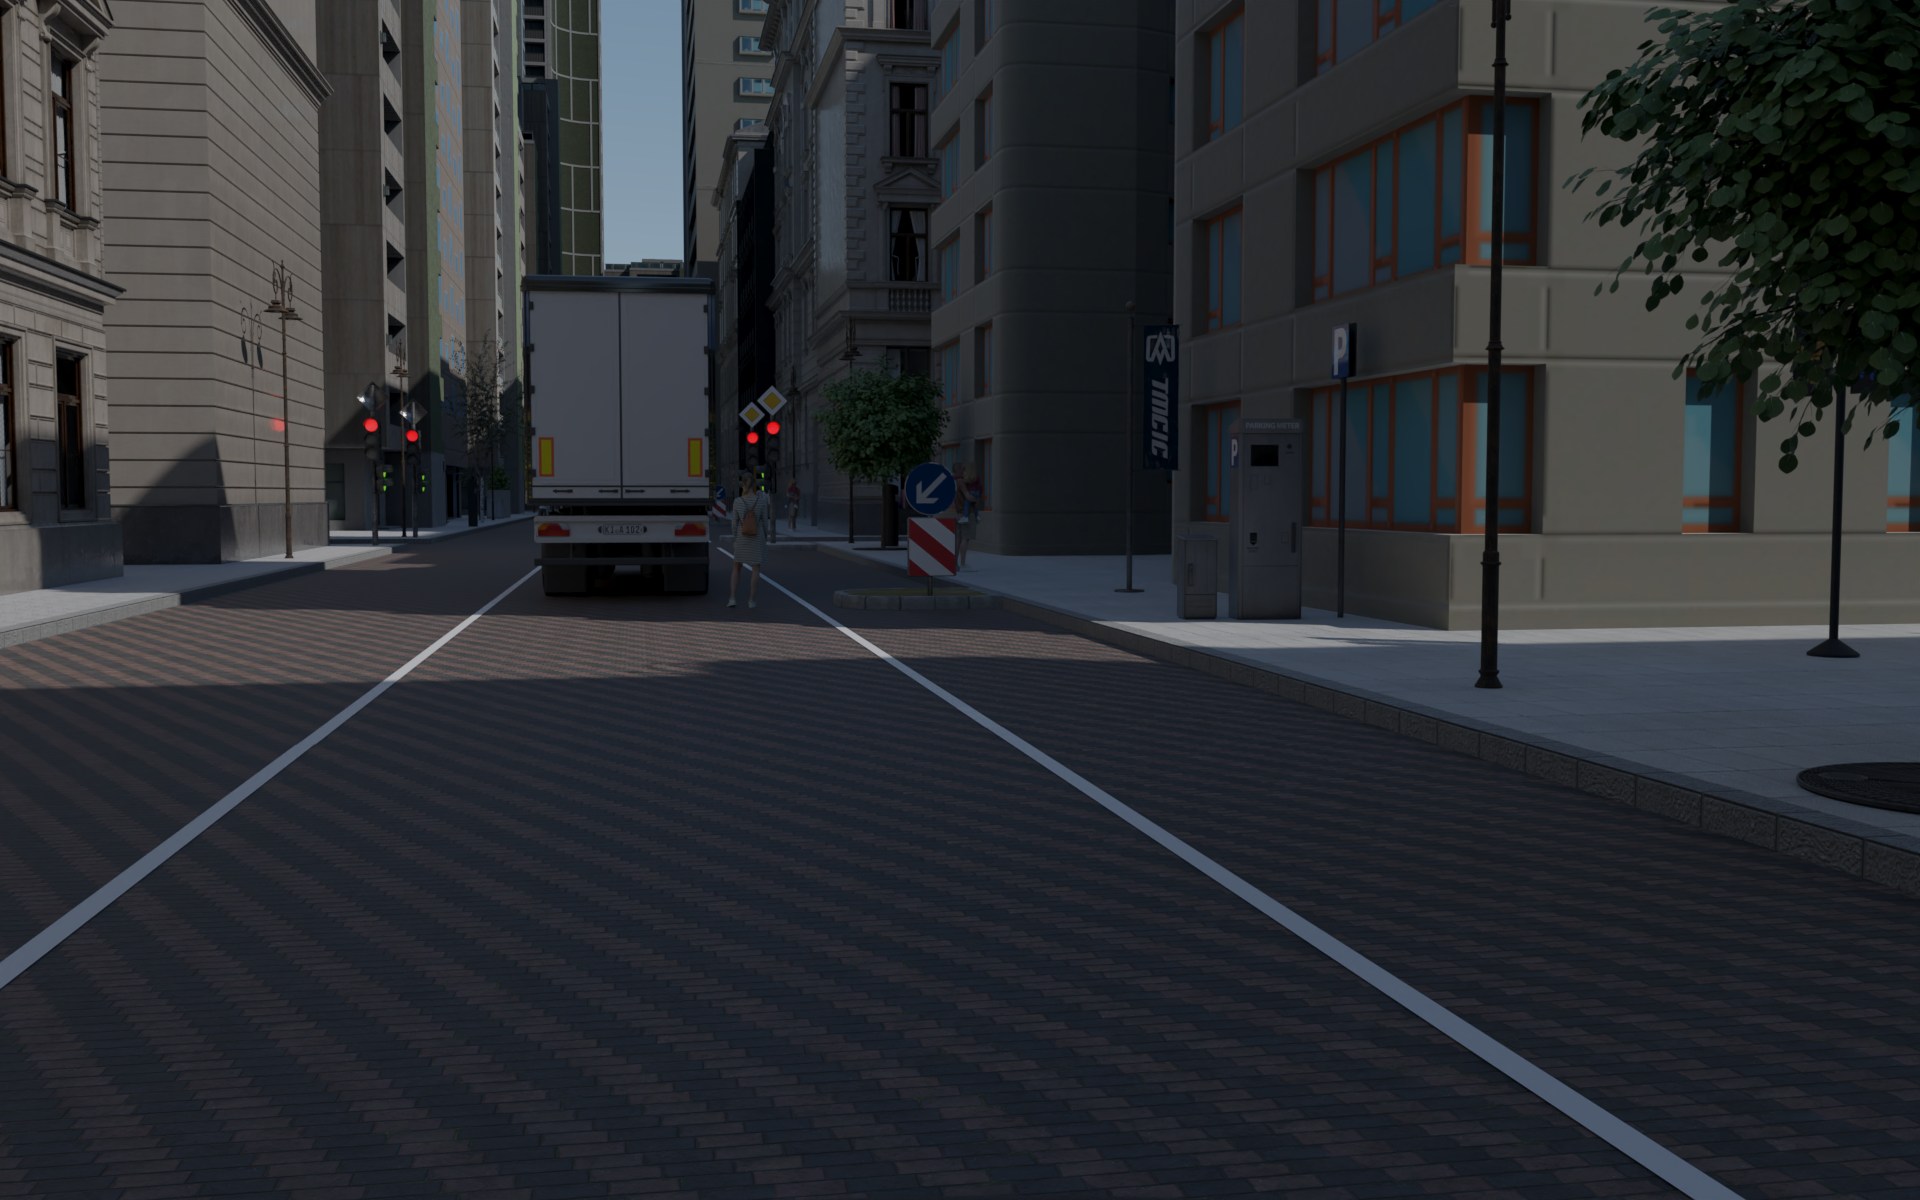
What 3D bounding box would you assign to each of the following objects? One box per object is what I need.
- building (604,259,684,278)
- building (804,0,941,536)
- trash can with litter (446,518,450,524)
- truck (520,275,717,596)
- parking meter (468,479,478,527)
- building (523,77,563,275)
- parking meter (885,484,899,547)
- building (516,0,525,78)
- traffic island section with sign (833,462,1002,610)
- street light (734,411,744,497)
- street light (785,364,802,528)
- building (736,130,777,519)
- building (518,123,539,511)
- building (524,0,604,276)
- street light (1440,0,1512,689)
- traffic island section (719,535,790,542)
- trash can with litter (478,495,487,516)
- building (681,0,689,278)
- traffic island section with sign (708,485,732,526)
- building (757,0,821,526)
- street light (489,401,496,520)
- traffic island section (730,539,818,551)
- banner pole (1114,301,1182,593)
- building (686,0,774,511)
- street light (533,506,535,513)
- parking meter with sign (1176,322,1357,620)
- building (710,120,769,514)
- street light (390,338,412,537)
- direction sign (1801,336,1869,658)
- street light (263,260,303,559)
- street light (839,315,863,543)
[{"bbox_3d":[-37.117,-27.171,215.951,14.107,30.474,14.160,-1,4,-11],"label":"building"},{"bbox_3d":[4.797,-14.068,58.888,19.941,23.489,11.050,-1,4,-11],"label":"building"},{"bbox_3d":[-22.538,-3.872,74.695,1.055,1.170,0.624,1,4,10],"label":"trash can with litter"},{"bbox_3d":[-5.308,-2.382,27.866,2.839,4.237,11.283,-1,4,-10],"label":"truck"},{"bbox_3d":[-19.184,-3.822,68.201,0.255,1.863,0.399,0,4,8],"label":"parking meter"},{"bbox_3d":[-45.217,-29.418,164.581,14.154,41.232,14.086,-1,4,-11],"label":"building"},{"bbox_3d":[-1.690,-2.085,42.494,0.372,1.533,0.369,0,3,0],"label":"parking meter"},{"bbox_3d":[-58.481,-53.290,183.957,31.000,86.520,22.319,-1,4,-11],"label":"building"},{"bbox_3d":[-0.608,-0.844,22.433,1.989,1.847,2.006,-1,4,-11],"label":"traffic island section with sign"},{"bbox_3d":[-11.997,-7.428,94.232,0.468,5.910,1.993,-1,4,-11],"label":"street light"},{"bbox_3d":[-5.932,-5.443,61.781,0.468,5.910,1.993,-1,4,-11],"label":"street light"},{"bbox_3d":[-5.691,-16.285,95.937,12.332,23.373,15.834,-1,4,-11],"label":"building"},{"bbox_3d":[-39.300,-21.961,130.772,14.160,30.474,14.107,-1,4,-11],"label":"building"},{"bbox_3d":[-54.712,-47.469,214.368,20.611,71.187,20.563,-1,4,-11],"label":"building"},{"bbox_3d":[3.508,-2.356,11.315,0.468,5.910,1.993,-1,4,-11],"label":"street light"},{"bbox_3d":[-6.307,-1.873,52.898,2.009,0.180,2.903,-1,4,-11],"label":"traffic island section"},{"bbox_3d":[-27.756,-5.505,101.068,1.678,1.210,2.233,-2,4,-30],"label":"trash can with litter"},{"bbox_3d":[-15.816,-38.122,165.296,21.231,58.520,28.212,-1,4,-11],"label":"building"},{"bbox_3d":[-10.984,-4.235,77.863,1.989,1.847,2.006,-1,4,-11],"label":"traffic island section with sign"},{"bbox_3d":[-1.192,-17.690,76.621,14.401,28.519,23.554,-1,4,-11],"label":"building"},{"bbox_3d":[-22.844,-6.837,84.572,0.468,5.910,1.993,-1,4,-11],"label":"street light"},{"bbox_3d":[-4.839,-1.393,45.048,2.009,0.180,2.903,-1,4,-11],"label":"traffic island section"},{"bbox_3d":[2.449,-1.991,22.572,0.863,3.779,0.401,0,4,7],"label":"banner pole"},{"bbox_3d":[-11.004,-31.619,140.680,21.300,48.544,21.600,-1,4,-11],"label":"building"},{"bbox_3d":[-29.151,-8.907,118.409,0.468,5.910,1.993,-1,4,-11],"label":"street light"},{"bbox_3d":[3.128,-1.318,17.806,1.738,3.016,0.543,0,4,-6],"label":"parking meter with sign"},{"bbox_3d":[-9.828,-19.484,115.829,12.463,27.353,25.104,-1,4,-11],"label":"building"},{"bbox_3d":[-16.624,-4.822,51.634,0.468,5.910,1.993,-1,4,-11],"label":"street light"},{"bbox_3d":[6.917,-1.322,13.615,0.379,3.537,0.876,-2,4,-25],"label":"direction sign"},{"bbox_3d":[-13.373,-3.765,34.350,0.468,5.910,1.993,-1,4,-11],"label":"street light"},{"bbox_3d":[-2.827,-4.413,44.940,0.468,5.910,1.993,-1,4,-11],"label":"street light"}]
